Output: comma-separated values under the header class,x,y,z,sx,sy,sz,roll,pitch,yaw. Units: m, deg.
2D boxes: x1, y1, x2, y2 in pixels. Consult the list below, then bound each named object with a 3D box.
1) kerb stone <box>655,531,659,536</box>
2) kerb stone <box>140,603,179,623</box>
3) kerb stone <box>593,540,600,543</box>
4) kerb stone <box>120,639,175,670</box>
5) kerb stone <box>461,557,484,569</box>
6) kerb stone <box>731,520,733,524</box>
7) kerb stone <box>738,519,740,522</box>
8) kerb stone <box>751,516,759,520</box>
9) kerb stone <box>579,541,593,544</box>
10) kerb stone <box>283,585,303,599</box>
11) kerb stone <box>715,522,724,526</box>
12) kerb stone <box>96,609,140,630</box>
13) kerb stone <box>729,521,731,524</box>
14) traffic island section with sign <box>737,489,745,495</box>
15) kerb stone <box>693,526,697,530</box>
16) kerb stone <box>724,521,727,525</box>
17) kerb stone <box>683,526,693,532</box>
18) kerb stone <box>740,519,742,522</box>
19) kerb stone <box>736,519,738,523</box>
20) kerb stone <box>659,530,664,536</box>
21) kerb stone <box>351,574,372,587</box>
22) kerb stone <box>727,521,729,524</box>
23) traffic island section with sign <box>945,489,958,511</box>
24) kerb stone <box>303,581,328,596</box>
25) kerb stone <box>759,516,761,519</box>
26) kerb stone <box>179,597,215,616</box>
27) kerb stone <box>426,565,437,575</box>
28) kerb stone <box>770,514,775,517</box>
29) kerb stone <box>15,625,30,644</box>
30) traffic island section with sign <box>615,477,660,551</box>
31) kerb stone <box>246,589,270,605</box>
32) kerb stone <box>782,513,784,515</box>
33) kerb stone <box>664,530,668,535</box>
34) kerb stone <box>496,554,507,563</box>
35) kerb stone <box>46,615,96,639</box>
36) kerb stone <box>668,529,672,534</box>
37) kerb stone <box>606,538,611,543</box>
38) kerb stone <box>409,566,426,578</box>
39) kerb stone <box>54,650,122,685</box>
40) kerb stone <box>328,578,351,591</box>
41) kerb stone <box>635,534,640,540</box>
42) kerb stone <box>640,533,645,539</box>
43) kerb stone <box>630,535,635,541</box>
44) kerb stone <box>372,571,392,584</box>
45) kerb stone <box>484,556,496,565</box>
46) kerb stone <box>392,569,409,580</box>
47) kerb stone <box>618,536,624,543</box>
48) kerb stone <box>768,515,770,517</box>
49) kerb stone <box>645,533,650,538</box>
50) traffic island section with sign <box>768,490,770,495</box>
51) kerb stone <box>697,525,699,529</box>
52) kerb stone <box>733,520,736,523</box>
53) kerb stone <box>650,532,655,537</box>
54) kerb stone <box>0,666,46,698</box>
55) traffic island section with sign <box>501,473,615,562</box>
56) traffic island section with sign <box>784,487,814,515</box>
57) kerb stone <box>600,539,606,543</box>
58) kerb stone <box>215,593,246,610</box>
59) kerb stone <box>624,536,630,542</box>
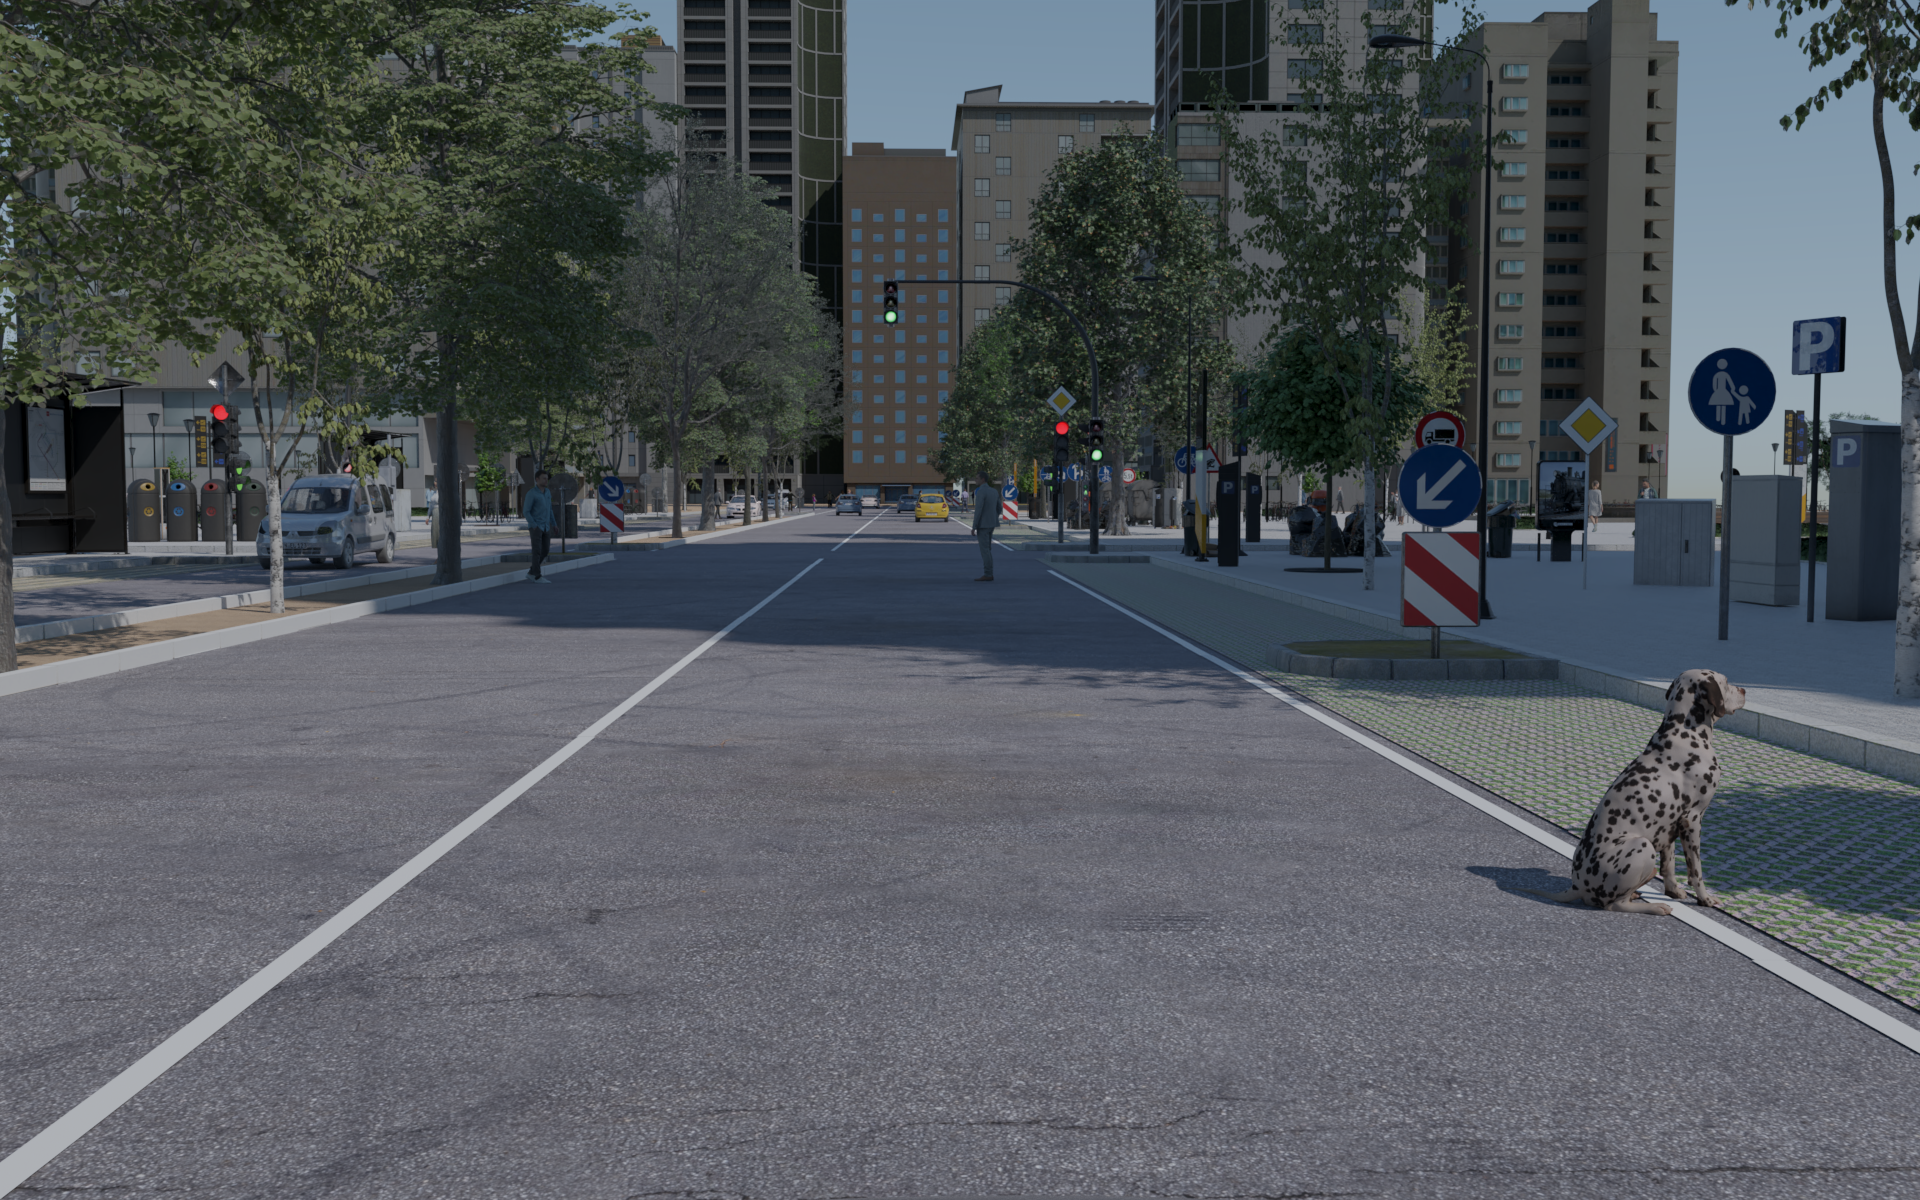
class,x,y,z,sx,sy,sz,roll,pitch,yaw
kerb stone,-10.302,-2.194,58.059,0.120,0.150,1.000,0,4,-2
kerb stone,-9.135,0.160,19.585,0.120,0.150,1.000,0,4,-2
kerb stone,-9.955,-1.504,46.793,0.120,0.150,1.000,0,4,-2
kerb stone,-6.876,0.469,14.528,0.120,0.150,1.000,0,4,-2
kerb stone,-9.572,-0.719,33.949,0.120,0.150,1.000,0,4,-2
kerb stone,-11.044,-3.697,82.661,0.120,0.150,1.000,0,4,-2
kerb stone,-11.144,-3.885,85.735,0.120,0.150,1.000,0,4,-2
kerb stone,-11.478,-4.568,97.023,0.120,0.150,1.000,0,4,-2
kerb stone,-9.925,-1.442,45.770,0.120,0.150,1.000,0,4,-2
kerb stone,-9.263,-0.091,23.691,0.120,0.150,1.000,0,4,-2
kerb stone,-10.924,-3.444,78.555,0.120,0.150,1.000,0,4,-2
kerb stone,-9.100,0.225,18.551,0.120,0.150,1.000,0,4,-2
kerb stone,-11.004,-3.635,81.630,0.120,0.150,1.000,0,4,-2
traffic island section with sign,-18.436,-8.419,146.278,1.989,1.847,2.006,0,4,-2
kerb stone,-10.608,-2.818,68.301,0.120,0.150,1.000,0,4,-2
kerb stone,-10.950,-3.510,79.577,0.120,0.150,1.000,0,4,-2
kerb stone,-10.575,-2.747,67.273,0.120,0.150,1.000,0,4,-2
kerb stone,-11.167,-3.949,86.765,0.120,0.150,1.000,0,4,-2
kerb stone,-11.102,-3.824,84.713,0.120,0.150,1.000,0,4,-2
kerb stone,-10.328,-2.256,59.081,0.120,0.150,1.000,0,4,-2
kerb stone,-9.352,-0.272,26.770,0.120,0.150,1.000,0,4,-2
kerb stone,-10.980,-3.572,80.600,0.120,0.150,1.000,0,4,-2
traffic island section with sign,-0.455,-8.486,147.377,1.989,1.847,2.006,0,4,-2
kerb stone,-9.281,-0.152,24.720,0.120,0.150,1.000,0,4,-2
kerb stone,-11.506,-4.639,98.047,0.120,0.150,1.000,0,4,-2
kerb stone,-9.163,0.097,20.608,0.120,0.150,1.000,0,4,-2
kerb stone,-9.476,-0.530,30.867,0.120,0.150,1.000,0,4,-2
kerb stone,-11.856,-5.325,109.302,0.120,0.150,1.000,0,4,-2
kerb stone,-9.049,0.348,16.504,0.120,0.150,1.000,0,4,-2
traffic island section with sign,-8.822,-2.219,44.418,2.006,1.907,1.989,0,4,-2
kerb stone,-9.224,-0.029,22.665,0.120,0.150,1.000,0,4,-2
kerb stone,-12.131,-5.890,118.539,0.120,0.150,1.000,0,4,-2
kerb stone,-10.361,-2.318,60.103,0.120,0.150,1.000,0,4,-2
kerb stone,-9.622,-0.845,36.005,0.120,0.150,1.000,0,4,-2
kerb stone,-9.071,0.288,17.525,0.120,0.150,1.000,0,4,-2
kerb stone,-10.397,-2.381,61.124,0.120,0.150,1.000,0,4,-2
kerb stone,-10.018,-1.629,48.837,0.120,0.150,1.000,0,4,-2
kerb stone,-9.441,-0.468,29.845,0.120,0.150,1.000,0,4,-2
kerb stone,-6.846,0.532,13.501,0.120,0.150,1.000,0,4,-2
kerb stone,-9.312,-0.217,25.741,0.120,0.150,1.000,0,4,-2
kerb stone,-10.174,-1.942,53.952,0.120,0.150,1.000,0,4,-2
kerb stone,-10.202,-2.000,54.974,0.120,0.150,1.000,0,4,-2
kerb stone,-10.148,-1.879,52.927,0.120,0.150,1.000,0,4,-2
kerb stone,-9.375,-0.343,27.800,0.120,0.150,1.000,0,4,-2
kerb stone,-9.603,-0.781,34.983,0.120,0.150,1.000,0,4,-2
kerb stone,-9.414,-0.398,28.822,0.120,0.150,1.000,0,4,-2
kerb stone,-10.085,-1.752,50.884,0.120,0.150,1.000,0,4,-2
kerb stone,-11.695,-5.014,104.191,0.120,0.150,1.000,0,4,-2
kerb stone,-10.235,-2.068,56.000,0.120,0.150,1.000,0,4,-2
traffic island section with sign,-19.282,-10.090,173.599,1.989,1.847,2.006,0,4,-2
kerb stone,-10.641,-2.876,69.323,0.120,0.150,1.000,0,4,-2
kerb stone,-11.076,-3.759,83.689,0.120,0.150,1.000,0,4,-2
kerb stone,-10.265,-2.130,57.024,0.120,0.150,1.000,0,4,-2
kerb stone,-6.818,0.598,12.479,0.120,0.150,1.000,0,4,-2
traffic island section with sign,-8.607,-1.766,37.014,2.006,1.907,1.989,0,4,-2
traffic island section with sign,-11.106,-6.813,119.522,2.006,1.907,1.989,0,4,-2
kerb stone,-9.995,-1.565,47.815,0.120,0.150,1.000,0,4,-2
kerb stone,-9.197,0.034,21.632,0.120,0.150,1.000,0,4,-2
kerb stone,-10.112,-1.811,51.906,0.120,0.150,1.000,0,4,-2
